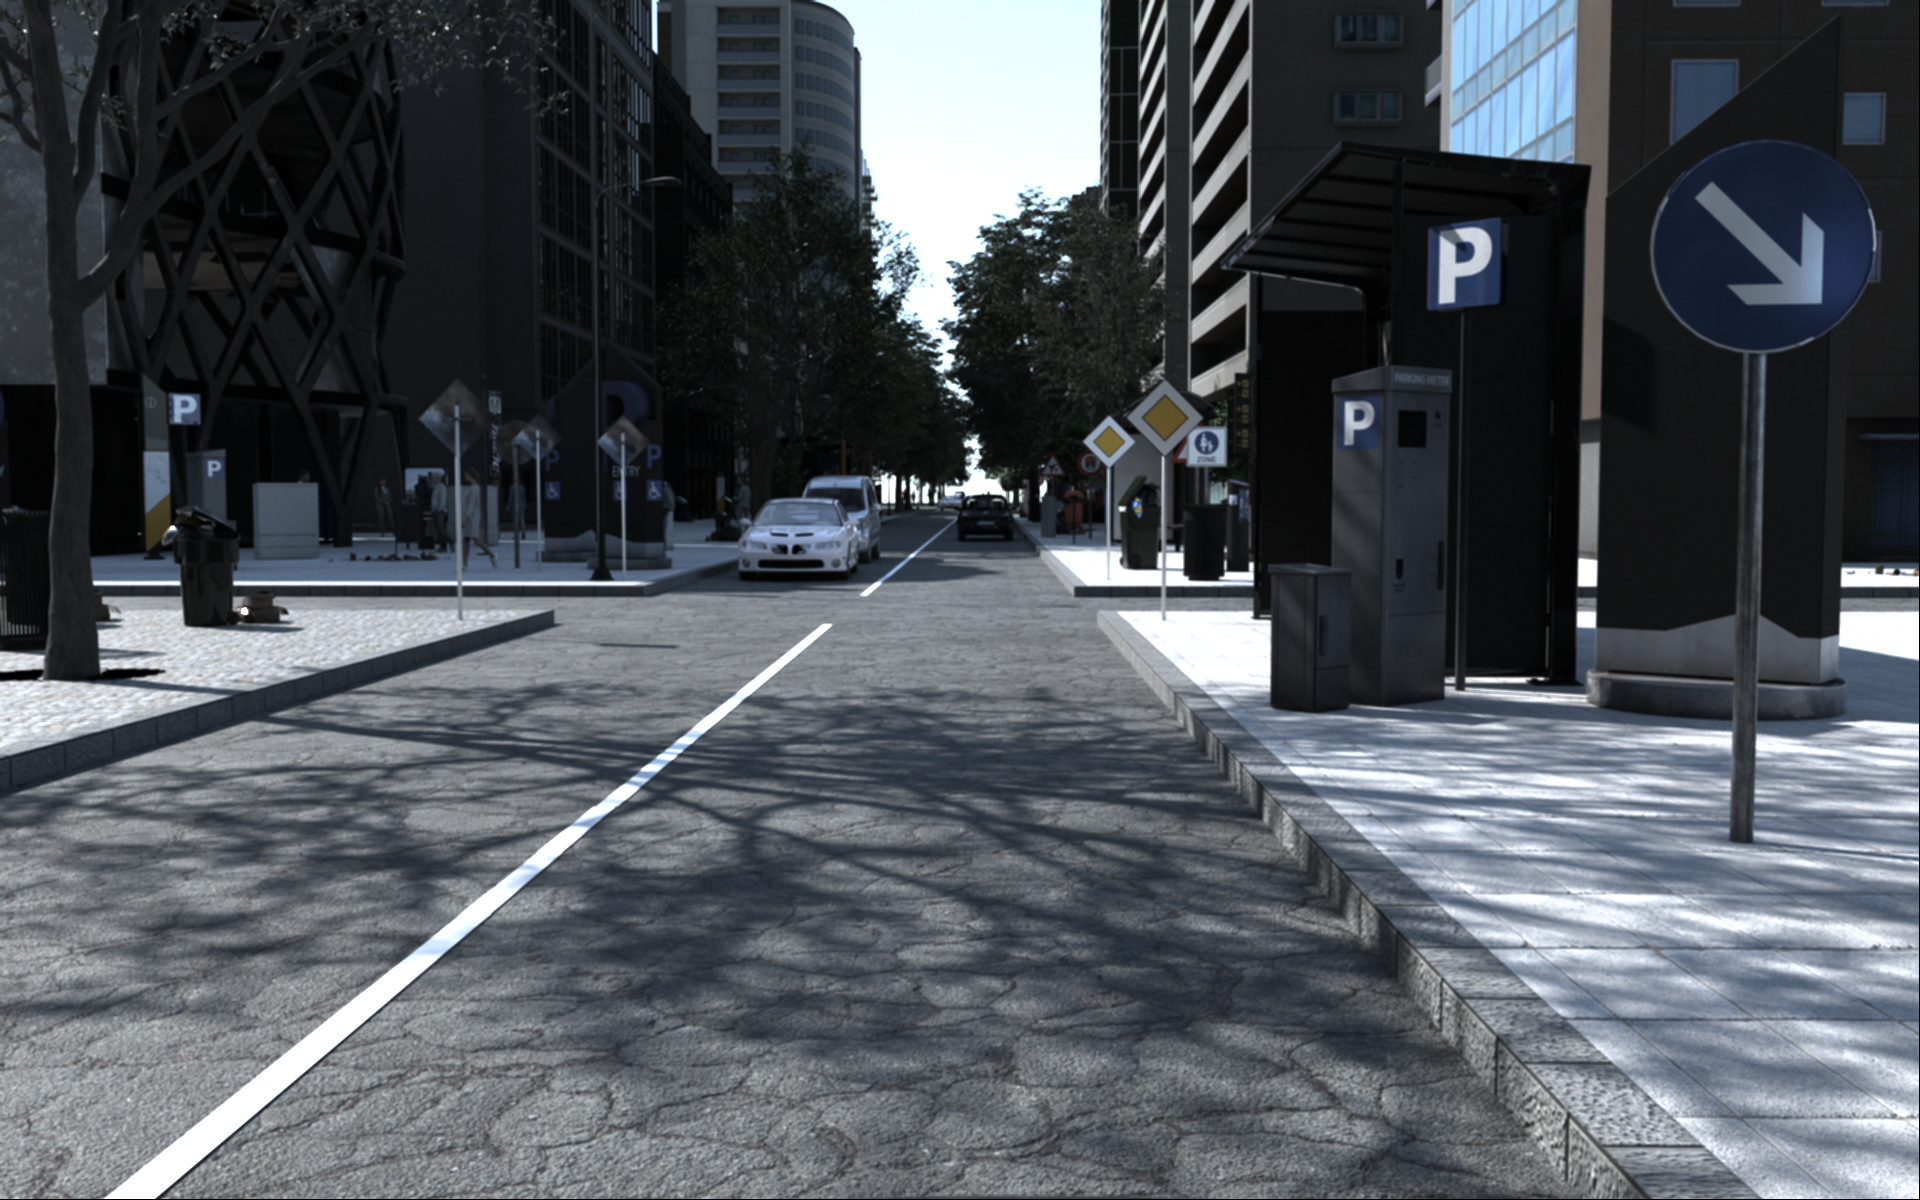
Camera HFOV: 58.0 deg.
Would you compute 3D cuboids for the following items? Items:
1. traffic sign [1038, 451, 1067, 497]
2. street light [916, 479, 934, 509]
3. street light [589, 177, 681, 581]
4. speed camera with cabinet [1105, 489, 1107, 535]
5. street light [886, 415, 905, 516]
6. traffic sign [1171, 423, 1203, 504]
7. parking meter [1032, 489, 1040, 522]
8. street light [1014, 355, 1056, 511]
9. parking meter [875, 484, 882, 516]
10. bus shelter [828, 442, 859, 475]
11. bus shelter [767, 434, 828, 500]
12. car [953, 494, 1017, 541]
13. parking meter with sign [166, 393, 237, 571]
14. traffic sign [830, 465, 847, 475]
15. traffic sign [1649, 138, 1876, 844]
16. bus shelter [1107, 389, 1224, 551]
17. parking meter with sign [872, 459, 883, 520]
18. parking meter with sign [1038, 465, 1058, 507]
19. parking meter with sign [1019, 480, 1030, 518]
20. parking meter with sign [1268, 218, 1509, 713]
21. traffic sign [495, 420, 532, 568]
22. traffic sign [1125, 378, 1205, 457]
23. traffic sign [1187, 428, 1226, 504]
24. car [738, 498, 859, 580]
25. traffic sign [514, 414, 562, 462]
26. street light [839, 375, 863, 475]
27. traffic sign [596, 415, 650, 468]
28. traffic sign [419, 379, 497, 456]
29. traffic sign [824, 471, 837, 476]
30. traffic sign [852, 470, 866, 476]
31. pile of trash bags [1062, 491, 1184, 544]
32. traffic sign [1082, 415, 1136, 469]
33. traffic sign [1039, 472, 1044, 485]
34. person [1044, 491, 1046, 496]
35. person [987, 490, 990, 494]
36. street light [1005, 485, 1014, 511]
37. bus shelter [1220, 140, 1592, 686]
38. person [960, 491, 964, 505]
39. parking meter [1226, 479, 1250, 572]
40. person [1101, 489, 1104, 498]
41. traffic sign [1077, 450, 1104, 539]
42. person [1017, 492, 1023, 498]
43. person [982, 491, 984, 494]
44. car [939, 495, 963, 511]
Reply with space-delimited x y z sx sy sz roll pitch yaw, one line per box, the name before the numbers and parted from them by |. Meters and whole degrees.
traffic sign | 2.829 -3.232 52.847 0.884 2.594 0.081 0 4 4
street light | -2.960 -10.507 144.326 1.470 5.913 1.316 0 4 1
street light | -4.785 -3.243 25.557 1.470 5.913 1.316 0 4 1
speed camera with cabinet | 5.606 -3.684 54.576 2.038 3.252 0.660 1 4 10
street light | -3.647 -7.917 101.982 1.470 5.913 1.316 0 4 1
traffic sign | 4.025 -1.802 29.466 0.884 2.594 0.081 0 4 6
parking meter | 3.474 -4.324 79.103 0.372 1.533 0.369 0 3 0
street light | 2.627 -5.218 57.855 1.470 5.913 1.316 0 4 1
parking meter | -4.701 -5.746 99.651 0.255 1.863 0.399 3 5 41
bus shelter | -5.809 -5.495 81.124 1.731 3.624 6.357 0 4 1
bus shelter | -6.637 -4.847 70.533 1.731 3.624 6.357 0 4 1
car | 0.790 -2.717 54.203 2.009 1.686 4.222 0 4 0
parking meter with sign | -12.829 -2.029 29.437 1.738 3.016 0.543 3 5 44
traffic sign | -5.339 -4.632 75.832 0.768 2.556 0.104 0 4 2
traffic sign | 2.886 -0.380 6.317 0.768 2.556 0.104 1 4 8
bus shelter | 4.118 -2.585 36.194 2.014 3.302 5.546 0 4 1
parking meter with sign | -4.694 -5.437 85.154 1.738 3.016 0.543 -2 4 -23
parking meter with sign | 4.990 -5.879 92.386 1.738 3.016 0.543 2 4 25
parking meter with sign | 3.777 -5.984 94.101 0.543 3.016 1.738 -2 4 -28
parking meter with sign | 2.632 -0.882 10.680 1.738 3.016 0.543 -3 5 -40
traffic sign | -7.676 -1.825 29.947 0.768 2.556 0.104 1 4 10
traffic sign | 2.083 -0.935 17.480 0.795 2.593 0.064 0 4 1
traffic sign | 3.746 -1.482 26.359 0.606 2.300 0.079 1 4 8
car | -2.784 -1.107 30.469 2.083 1.381 4.827 0 4 -1
traffic sign | -6.942 -1.759 28.492 0.795 2.593 0.064 0 4 3
street light | -4.136 -5.815 67.620 1.470 5.913 1.316 0 4 1
traffic sign | -4.985 -1.432 25.597 0.795 2.593 0.064 0 4 1
traffic sign | -5.110 -0.943 17.613 0.795 2.593 0.064 0 4 1
traffic sign | -5.644 -4.479 75.365 0.606 2.300 0.079 1 4 9
traffic sign | -5.287 -5.534 90.591 0.768 2.556 0.104 0 4 8
pile of trash bags | 4.375 -2.163 45.125 3.447 1.369 1.912 0 4 2
traffic sign | 2.208 -1.423 25.464 0.795 2.593 0.064 0 4 1
traffic sign | 4.410 -5.990 98.047 0.768 2.556 0.104 0 4 2
person | 11.666 -13.992 235.723 0.541 1.710 0.530 0 4 -6
person | 2.298 -8.314 145.171 0.721 1.736 1.217 0 4 -4
street light | 3.255 -7.791 99.918 1.470 5.913 1.316 0 4 1
bus shelter | 3.454 -1.429 14.649 1.731 3.624 6.357 0 4 1
person | 0.194 -10.899 187.408 0.721 1.735 1.217 1 4 11
parking meter | 4.602 -1.238 28.650 0.372 1.533 0.369 0 3 0
person | 13.878 -10.084 170.909 0.705 1.826 1.348 -2 4 -25
traffic sign | 3.746 -3.032 49.686 0.768 2.556 0.104 1 4 9
person | 5.617 -8.793 149.806 1.348 1.824 0.705 1 4 13
person | 2.871 -12.243 209.185 0.721 1.766 1.217 -3 4 -38
car | -0.779 -8.367 149.168 2.083 1.381 4.827 0 4 -1
